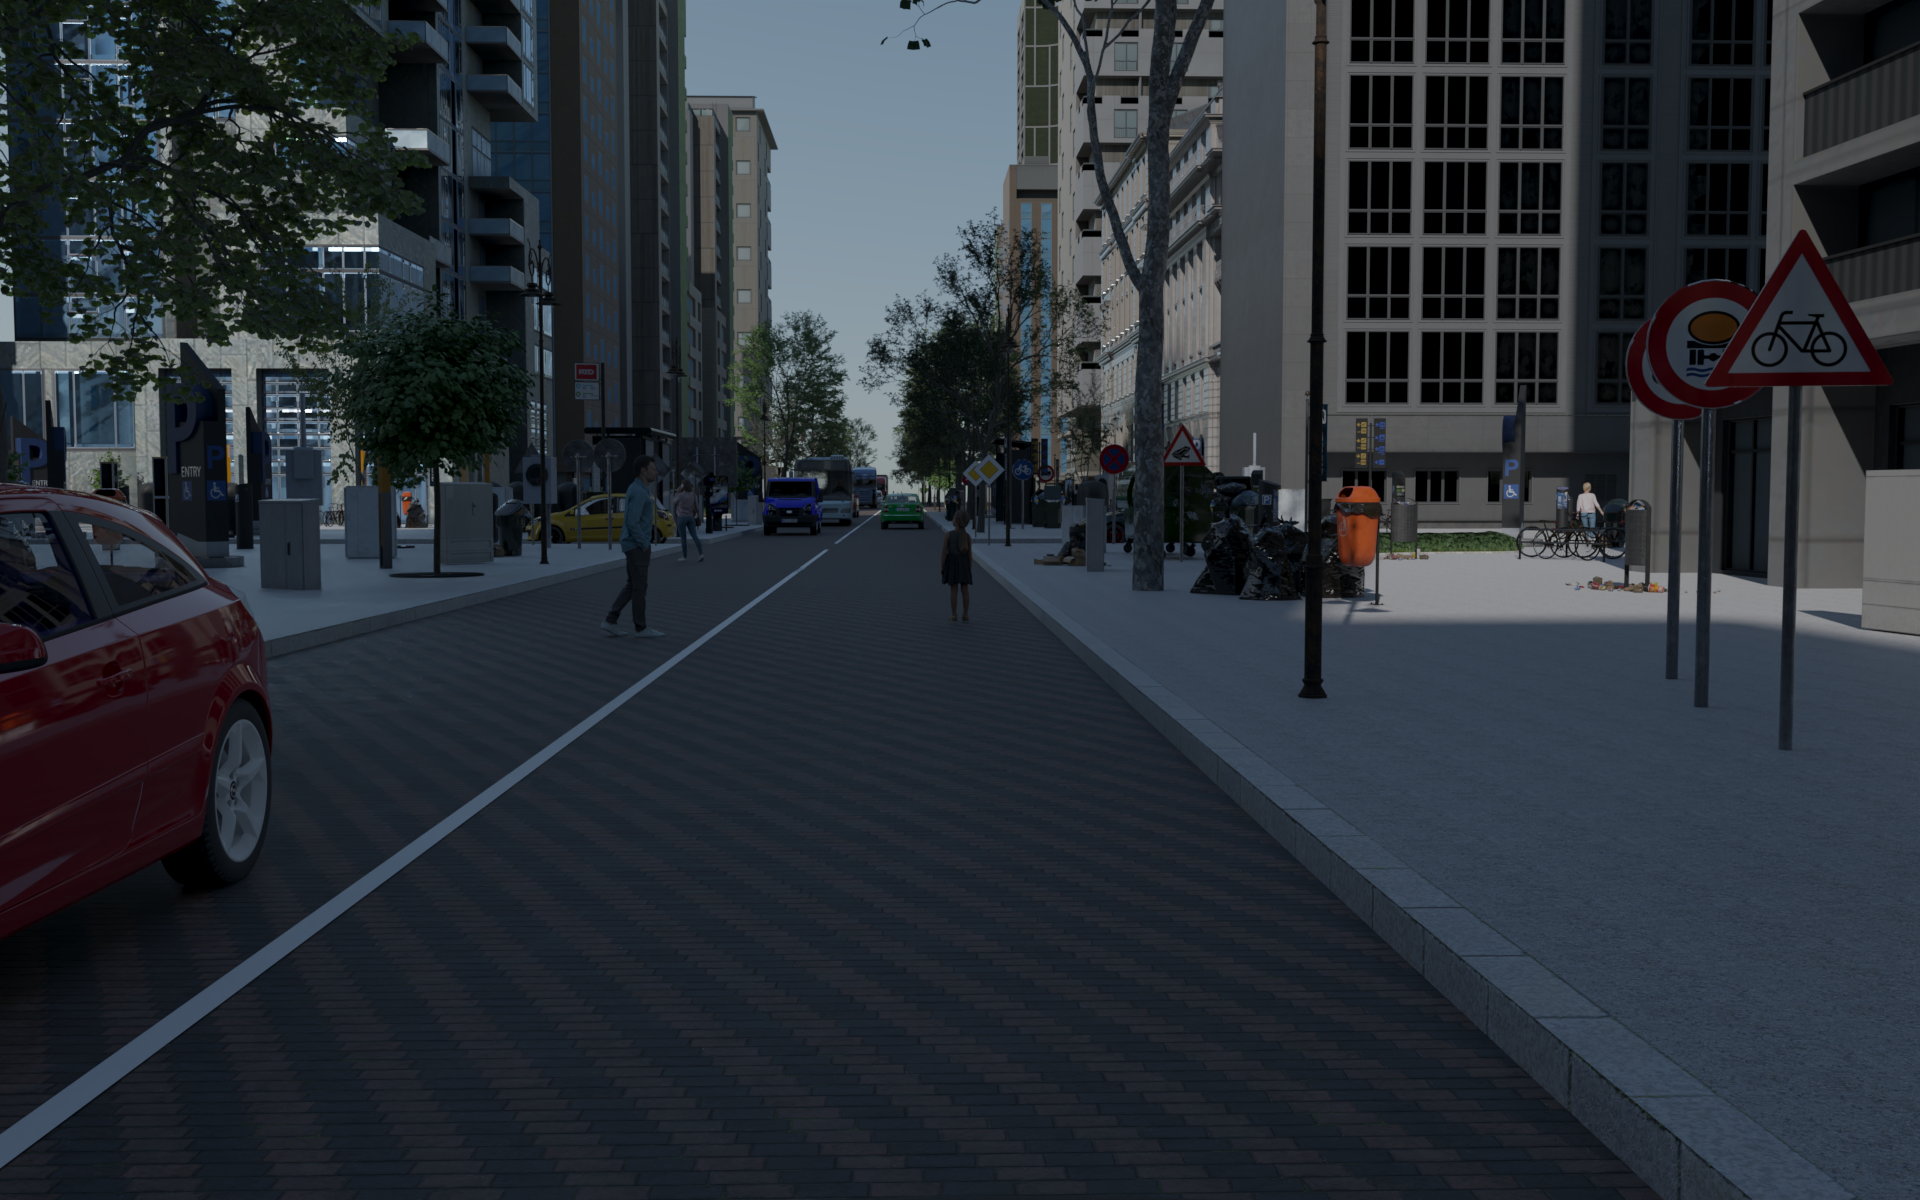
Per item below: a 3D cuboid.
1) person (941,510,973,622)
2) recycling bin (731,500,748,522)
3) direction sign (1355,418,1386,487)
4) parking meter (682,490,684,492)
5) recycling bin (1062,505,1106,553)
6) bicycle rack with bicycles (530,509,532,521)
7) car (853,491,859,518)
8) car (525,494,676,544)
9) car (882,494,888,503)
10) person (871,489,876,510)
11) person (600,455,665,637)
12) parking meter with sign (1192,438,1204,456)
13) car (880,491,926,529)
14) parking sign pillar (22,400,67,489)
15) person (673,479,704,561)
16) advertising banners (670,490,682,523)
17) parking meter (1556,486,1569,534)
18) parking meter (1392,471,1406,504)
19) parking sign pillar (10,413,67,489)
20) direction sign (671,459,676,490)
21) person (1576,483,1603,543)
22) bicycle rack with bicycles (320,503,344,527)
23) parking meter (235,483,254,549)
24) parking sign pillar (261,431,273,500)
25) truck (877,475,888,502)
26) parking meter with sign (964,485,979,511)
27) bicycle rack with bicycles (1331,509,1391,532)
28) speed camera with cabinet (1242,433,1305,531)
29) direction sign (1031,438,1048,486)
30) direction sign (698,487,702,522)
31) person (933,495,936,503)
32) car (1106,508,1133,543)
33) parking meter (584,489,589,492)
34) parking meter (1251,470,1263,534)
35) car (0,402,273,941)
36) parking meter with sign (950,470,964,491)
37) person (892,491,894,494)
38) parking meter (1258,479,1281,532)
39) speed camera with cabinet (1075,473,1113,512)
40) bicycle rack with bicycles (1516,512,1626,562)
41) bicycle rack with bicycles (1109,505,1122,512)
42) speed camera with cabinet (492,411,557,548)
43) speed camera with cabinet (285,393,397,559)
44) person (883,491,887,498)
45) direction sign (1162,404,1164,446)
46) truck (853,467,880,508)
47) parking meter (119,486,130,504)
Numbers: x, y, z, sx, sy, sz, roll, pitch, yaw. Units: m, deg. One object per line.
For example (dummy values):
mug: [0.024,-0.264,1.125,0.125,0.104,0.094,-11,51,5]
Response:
person: [-0.038,-0.384,19.445,0.362,1.253,0.373,-1,4,-11]
recycling bin: [-10.114,-4.105,79.676,0.722,1.027,0.722,-1,4,-20]
direction sign: [12.253,-3.654,51.748,0.876,3.537,0.379,0,4,5]
parking meter: [-13.192,-4.749,83.360,0.399,1.863,0.255,1,4,20]
recycling bin: [2.722,-1.555,37.975,0.722,1.027,0.722,-3,5,-40]
bicycle rack with bicycles: [-14.910,-2.942,61.484,2.925,0.926,2.852,1,4,10]
car: [-7.312,-6.008,106.905,2.281,1.827,5.304,0,4,-1]
car: [-9.719,-2.244,46.910,3.980,1.641,2.015,0,4,-3]
car: [-5.537,-8.272,145.036,2.009,1.686,4.222,0,4,-2]
person: [-8.047,-9.349,160.986,0.705,1.869,1.348,-1,4,-9]
person: [-3.298,-0.543,17.391,0.620,1.820,0.660,-1,4,-19]
parking meter with sign: [6.716,-3.531,53.989,1.738,3.016,0.543,-2,4,-27]
car: [-2.377,-3.868,72.038,1.959,1.807,4.718,0,4,-1]
parking sign pillar: [-26.258,-3.785,50.352,1.447,3.967,1.447,-2,4,-24]
person: [-5.736,-1.696,36.813,0.593,1.750,0.643,-3,4,-38]
advertising banners: [-11.308,-4.470,69.275,2.074,3.025,0.090,2,4,35]
parking meter: [19.497,-2.915,56.074,0.372,1.533,0.369,0,3,0]
parking meter: [11.138,-2.342,44.008,0.255,1.863,0.399,0,4,-2]
parking sign pillar: [-32.279,-4.395,60.329,1.447,3.967,1.447,2,4,30]
direction sign: [-18.818,-7.392,112.851,0.379,3.537,0.876,3,5,43]
person: [17.149,-2.317,47.059,0.731,1.740,0.598,1,4,16]
bicycle rack with bicycles: [-25.319,-3.410,69.143,2.852,0.926,2.925,1,4,16]
parking meter: [-16.690,-1.956,40.392,0.372,1.533,0.369,0,3,0]
parking sign pillar: [-21.895,-4.017,54.150,1.447,3.967,1.447,0,4,-7]
truck: [-11.808,-16.053,251.387,2.839,4.237,11.283,0,4,0]
parking meter with sign: [1.301,-7.008,110.848,1.738,3.016,0.543,1,4,11]
bicycle rack with bicycles: [13.152,-2.770,58.664,2.852,0.926,2.925,-3,5,-42]
speed camera with cabinet: [10.233,-3.790,56.298,2.038,3.252,0.660,0,4,2]
direction sign: [3.233,-4.800,70.485,0.876,3.537,0.379,-3,4,-38]
direction sign: [-12.170,-5.412,80.478,0.876,3.537,0.379,-3,5,-45]
person: [-3.128,-11.968,207.399,0.599,1.433,0.991,2,4,35]
car: [5.313,-2.267,46.855,4.222,1.686,2.009,0,3,0]
parking meter: [-19.571,-5.028,90.621,0.372,1.533,0.369,0,3,0]
parking meter: [7.174,-2.212,41.877,0.255,1.863,0.399,1,4,17]
car: [-3.460,0.253,4.903,2.155,1.783,4.494,0,4,-3]
parking meter with sign: [0.099,-7.972,126.596,1.738,3.016,0.543,0,4,6]
person: [-8.576,-13.159,223.628,0.705,1.826,1.348,-1,4,-21]
parking meter: [5.188,-1.261,29.035,0.372,1.533,0.369,0,3,0]
speed camera with cabinet: [6.025,-5.123,78.102,2.038,3.252,0.660,3,5,41]
bicycle rack with bicycles: [12.222,-1.267,34.092,2.852,0.926,2.925,-3,5,-40]
bicycle rack with bicycles: [7.055,-4.277,83.313,2.925,0.926,2.852,0,4,7]
speed camera with cabinet: [-10.648,-2.860,41.089,2.038,3.252,0.660,0,4,1]
speed camera with cabinet: [-12.242,-2.444,34.290,2.038,3.252,0.660,-1,4,-18]
person: [-10.112,-13.925,236.132,0.705,1.831,1.348,-3,4,-39]
direction sign: [4.759,-3.128,43.146,0.876,3.537,0.379,-3,5,-41]
truck: [-9.753,-11.538,178.401,2.967,4.110,18.799,0,4,-3]
parking meter: [-25.264,-2.683,52.283,0.372,1.533,0.369,0,3,0]
